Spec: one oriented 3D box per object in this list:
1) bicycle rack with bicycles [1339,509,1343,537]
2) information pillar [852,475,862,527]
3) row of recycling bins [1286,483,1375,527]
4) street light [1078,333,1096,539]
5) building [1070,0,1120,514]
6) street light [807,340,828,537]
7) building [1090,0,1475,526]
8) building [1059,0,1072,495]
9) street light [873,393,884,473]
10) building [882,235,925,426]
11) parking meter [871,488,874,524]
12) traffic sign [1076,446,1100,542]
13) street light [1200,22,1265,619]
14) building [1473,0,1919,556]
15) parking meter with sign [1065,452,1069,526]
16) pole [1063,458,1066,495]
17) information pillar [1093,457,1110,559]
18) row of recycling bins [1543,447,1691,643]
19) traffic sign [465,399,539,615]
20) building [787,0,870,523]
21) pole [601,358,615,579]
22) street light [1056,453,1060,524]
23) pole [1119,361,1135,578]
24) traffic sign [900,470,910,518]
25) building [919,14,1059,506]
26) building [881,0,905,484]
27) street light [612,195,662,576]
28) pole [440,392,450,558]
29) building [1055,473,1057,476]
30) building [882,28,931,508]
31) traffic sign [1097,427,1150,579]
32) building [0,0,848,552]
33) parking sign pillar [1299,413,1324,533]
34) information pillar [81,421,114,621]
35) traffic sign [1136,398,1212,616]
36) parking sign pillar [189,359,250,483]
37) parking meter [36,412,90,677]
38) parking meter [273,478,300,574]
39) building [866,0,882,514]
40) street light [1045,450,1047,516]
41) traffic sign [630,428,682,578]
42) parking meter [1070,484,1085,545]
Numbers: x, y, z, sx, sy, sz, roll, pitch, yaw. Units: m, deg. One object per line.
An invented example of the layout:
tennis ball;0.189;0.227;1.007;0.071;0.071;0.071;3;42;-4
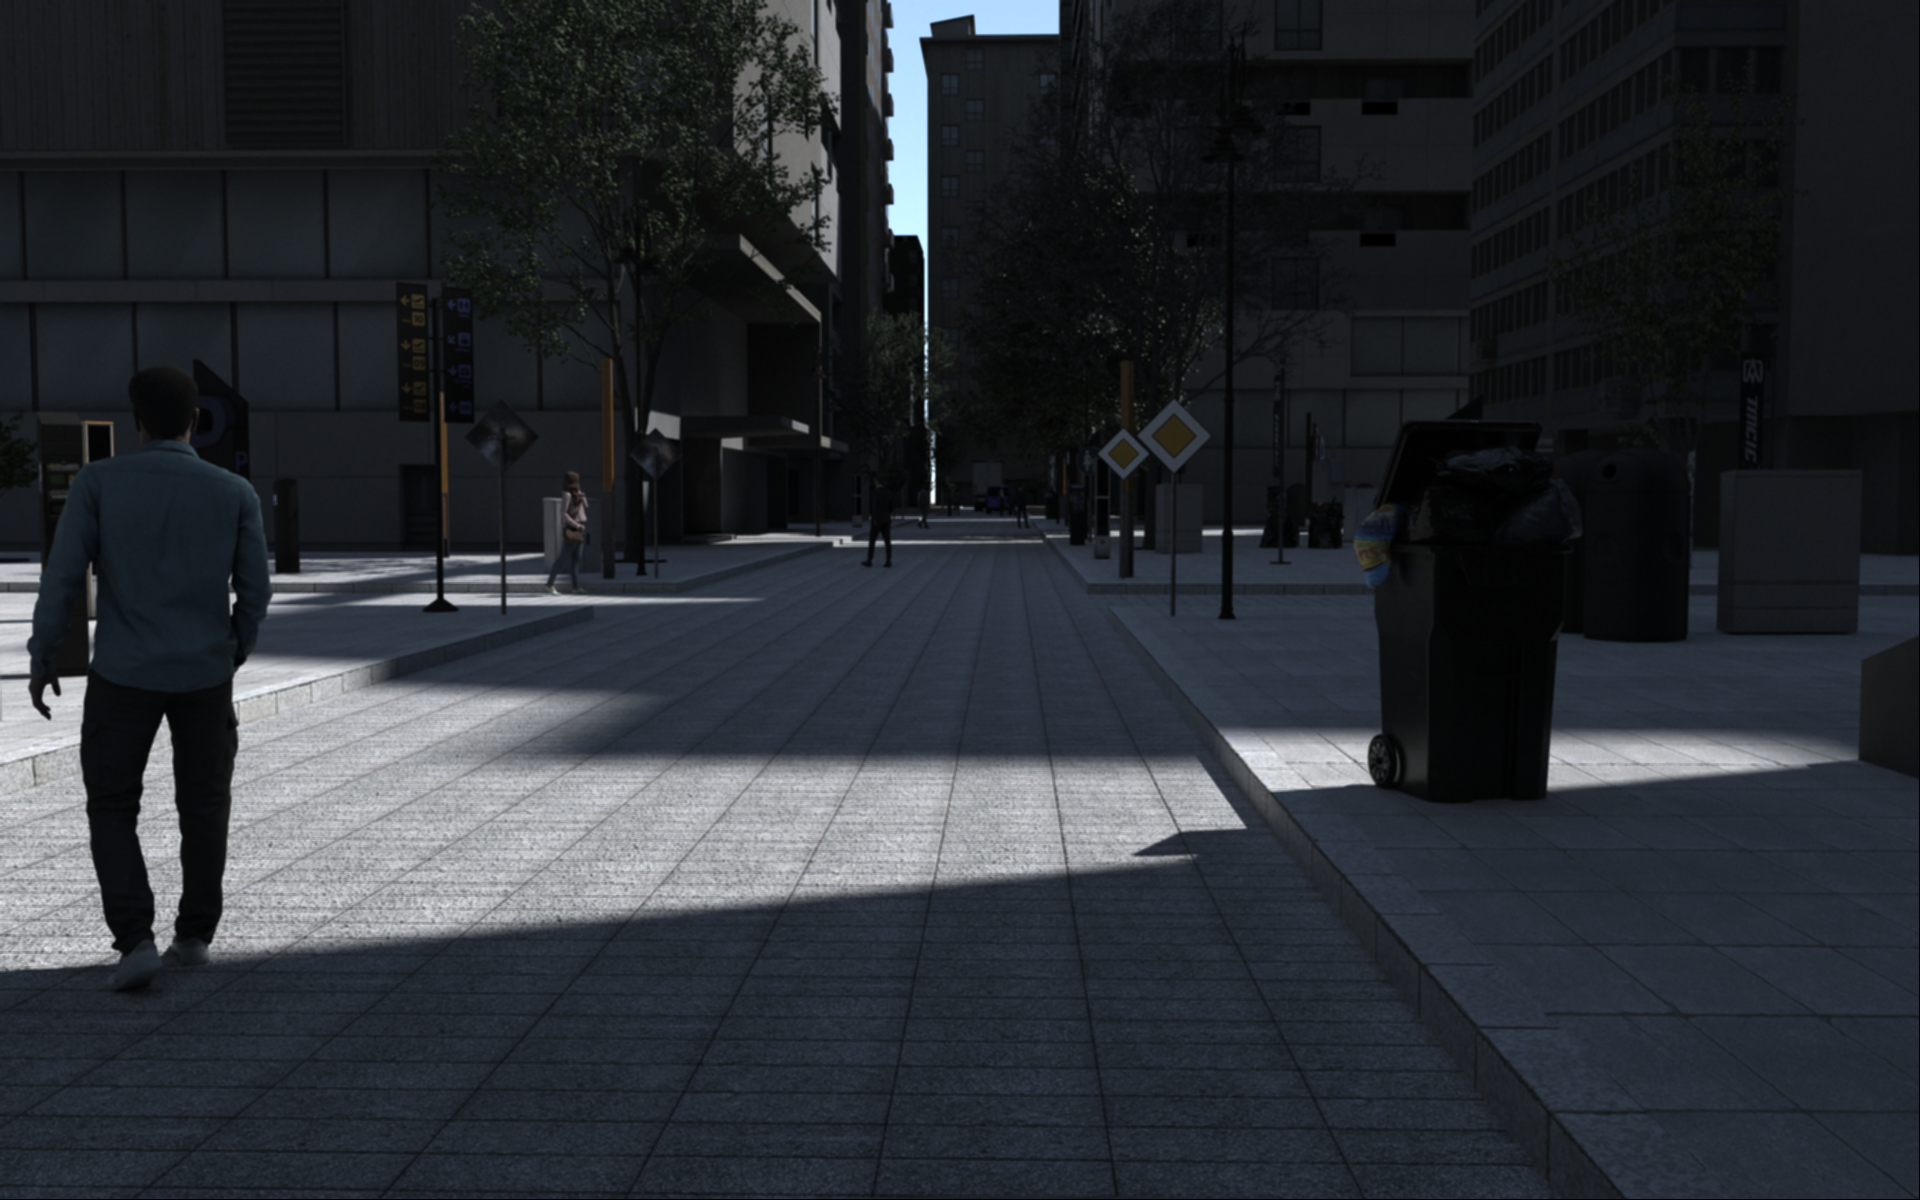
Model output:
bicycle rack with bicycles;11.545;-2.262;50.372;2.852;0.926;2.925;-1;4;-18
information pillar;-3.951;-3.797;66.568;0.304;2.012;0.304;-2;4;-26
row of recycling bins;14.154;-3.593;65.853;3.534;1.692;1.069;-1;4;-11
street light;3.582;-4.664;49.037;0.468;5.910;1.993;0;4;2
building;18.633;-30.255;118.379;21.300;48.544;21.600;0;4;2
street light;-4.270;-4.849;52.064;0.468;5.910;1.993;0;4;2
building;20.131;-30.129;81.852;28.713;52.752;27.495;0;4;2
building;14.749;-27.724;136.887;14.154;41.232;14.086;0;4;2
street light;-3.585;-6.414;77.658;0.468;5.910;1.993;0;4;2
building;-11.153;-25.879;194.815;14.107;30.474;14.160;0;4;2
parking meter;-3.578;-3.960;73.150;0.372;1.533;0.369;0;3;0
traffic sign;3.497;-2.829;46.367;0.768;2.556;0.104;0;4;8
street light;2.745;-2.743;17.636;0.468;5.910;1.993;0;4;2
building;27.228;-21.484;43.142;23.993;40.220;32.217;0;4;2
parking meter with sign;4.489;-4.519;70.147;0.543;3.016;1.738;0;4;6
pole;5.944;-6.405;98.561;0.158;3.312;0.155;0;3;0
information pillar;2.806;-1.820;34.244;0.304;2.012;0.304;0;4;-1
row of recycling bins;5.791;-0.583;16.646;1.069;1.692;3.534;-1;4;-10
traffic sign;-4.855;-0.902;18.383;0.795;2.450;0.064;0;4;2
building;-11.695;-24.124;78.025;14.154;41.232;14.086;0;4;2
pole;-5.317;-1.976;26.151;0.158;3.312;0.155;0;3;0
street light;4.217;-6.214;74.387;0.468;5.910;1.993;0;4;2
pole;2.566;-2.003;26.593;0.158;3.312;0.155;0;3;0
traffic sign;-2.962;-5.484;89.762;0.768;2.556;0.104;0;4;4
building;9.818;-37.346;199.838;27.495;52.752;28.713;0;4;2
building;-16.620;-31.286;131.127;23.786;49.044;30.456;0;4;2
street light;-5.030;-3.326;27.161;0.468;5.910;1.993;0;4;2
pole;-10.377;-2.500;34.725;0.158;3.312;0.155;0;3;0
building;20.969;-32.995;159.075;23.786;49.044;30.456;0;4;2
building;-18.789;-52.020;163.191;31.000;86.520;22.319;0;4;2
traffic sign;2.462;-1.376;26.144;0.795;2.450;0.064;0;4;2
building;-17.840;-28.126;49.099;28.713;52.752;27.495;0;4;2
parking sign pillar;11.903;-4.261;58.139;1.447;3.967;1.447;1;4;19
information pillar;-8.830;-0.806;17.665;0.304;2.012;0.304;3;4;36
traffic sign;2.236;-0.888;18.162;0.795;2.450;0.064;0;4;2
parking sign pillar;-14.723;-2.804;34.324;1.447;3.967;1.447;2;4;24
parking meter;-6.322;-0.397;12.209;0.255;1.863;0.399;-2;4;-33
parking meter;-10.903;-1.201;28.041;0.372;1.533;0.369;0;3;0
building;-12.327;-28.034;108.472;14.600;45.320;14.200;0;4;2
street light;4.953;-7.747;99.449;0.468;5.910;1.993;0;4;2
traffic sign;-4.629;-1.390;26.365;0.795;2.450;0.064;0;4;2
parking meter;2.949;-2.145;43.475;0.372;1.533;0.369;0;3;0
